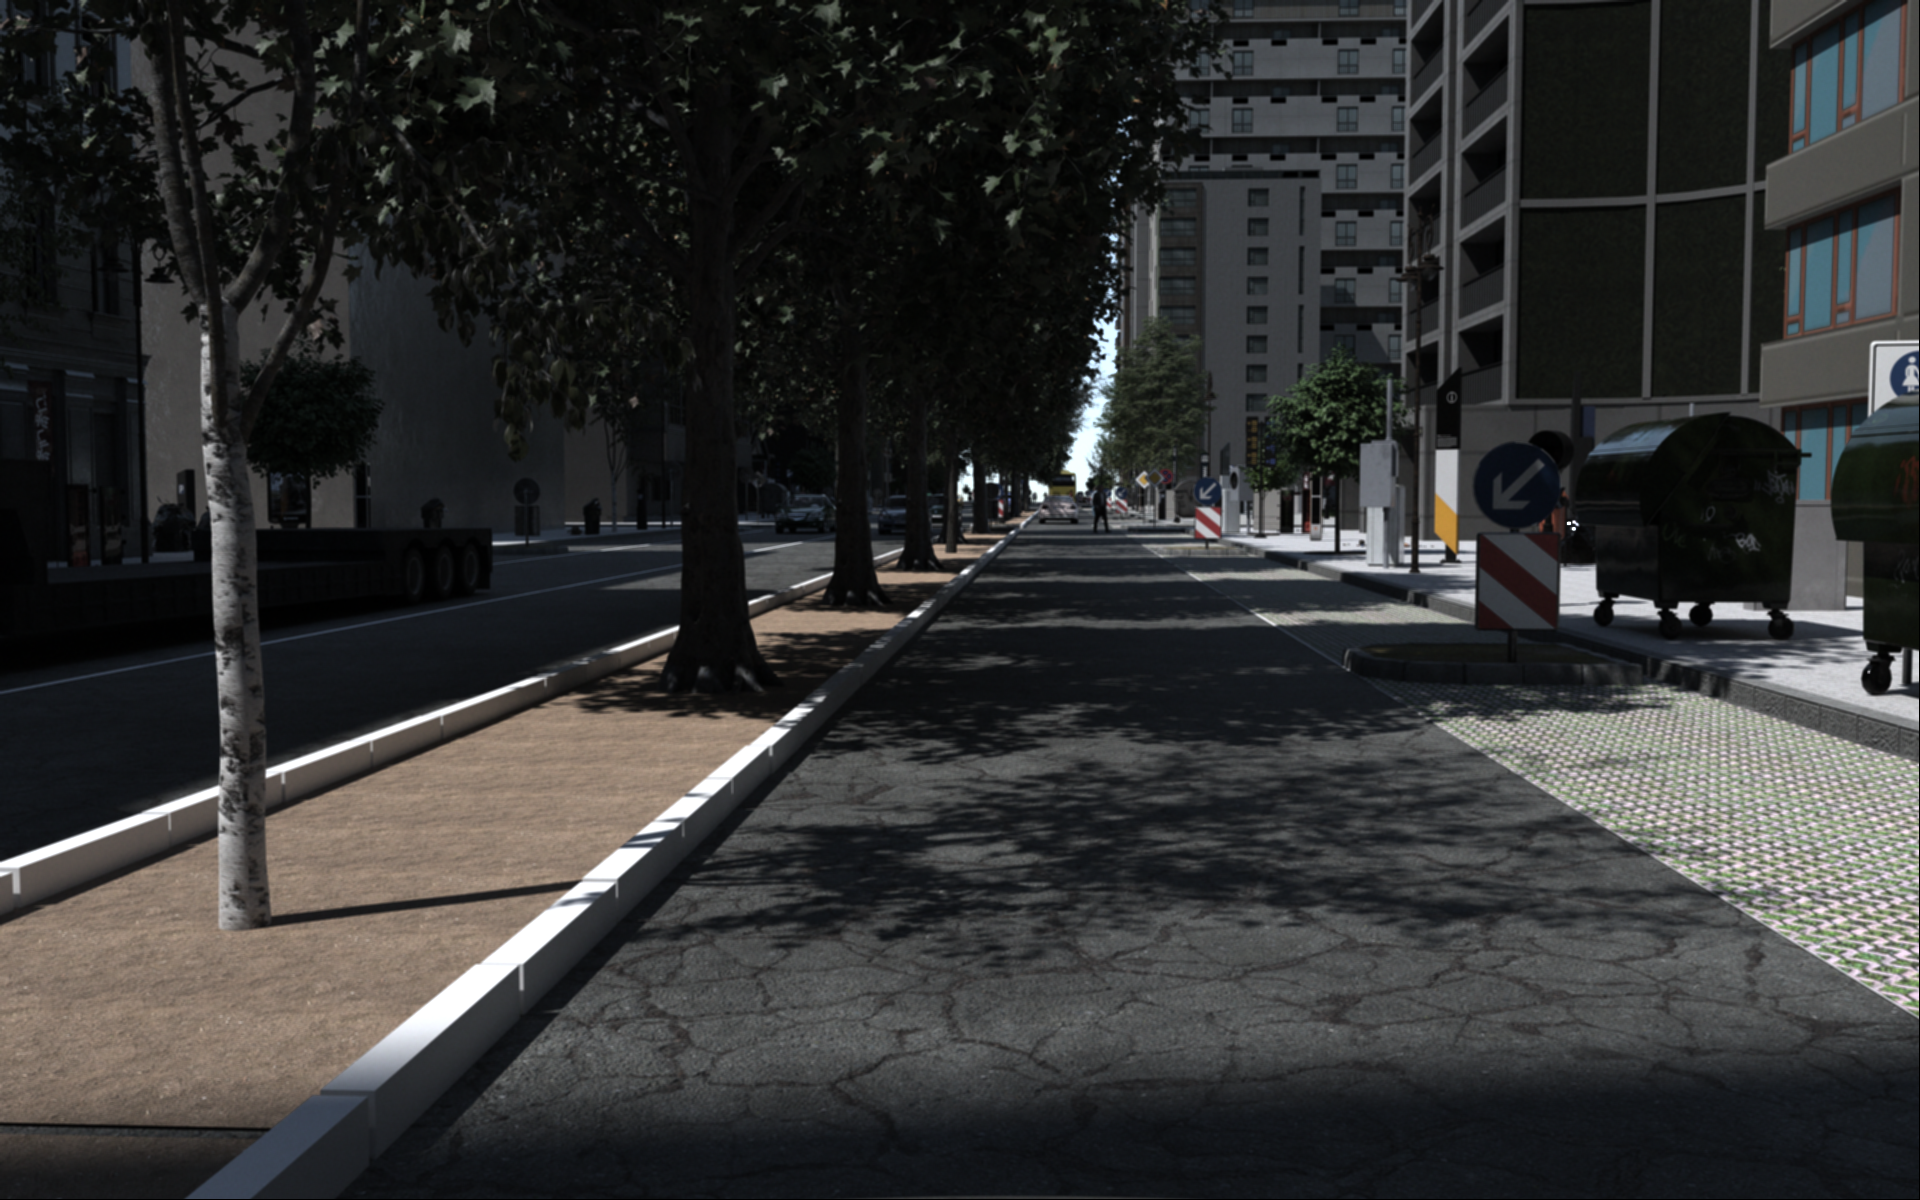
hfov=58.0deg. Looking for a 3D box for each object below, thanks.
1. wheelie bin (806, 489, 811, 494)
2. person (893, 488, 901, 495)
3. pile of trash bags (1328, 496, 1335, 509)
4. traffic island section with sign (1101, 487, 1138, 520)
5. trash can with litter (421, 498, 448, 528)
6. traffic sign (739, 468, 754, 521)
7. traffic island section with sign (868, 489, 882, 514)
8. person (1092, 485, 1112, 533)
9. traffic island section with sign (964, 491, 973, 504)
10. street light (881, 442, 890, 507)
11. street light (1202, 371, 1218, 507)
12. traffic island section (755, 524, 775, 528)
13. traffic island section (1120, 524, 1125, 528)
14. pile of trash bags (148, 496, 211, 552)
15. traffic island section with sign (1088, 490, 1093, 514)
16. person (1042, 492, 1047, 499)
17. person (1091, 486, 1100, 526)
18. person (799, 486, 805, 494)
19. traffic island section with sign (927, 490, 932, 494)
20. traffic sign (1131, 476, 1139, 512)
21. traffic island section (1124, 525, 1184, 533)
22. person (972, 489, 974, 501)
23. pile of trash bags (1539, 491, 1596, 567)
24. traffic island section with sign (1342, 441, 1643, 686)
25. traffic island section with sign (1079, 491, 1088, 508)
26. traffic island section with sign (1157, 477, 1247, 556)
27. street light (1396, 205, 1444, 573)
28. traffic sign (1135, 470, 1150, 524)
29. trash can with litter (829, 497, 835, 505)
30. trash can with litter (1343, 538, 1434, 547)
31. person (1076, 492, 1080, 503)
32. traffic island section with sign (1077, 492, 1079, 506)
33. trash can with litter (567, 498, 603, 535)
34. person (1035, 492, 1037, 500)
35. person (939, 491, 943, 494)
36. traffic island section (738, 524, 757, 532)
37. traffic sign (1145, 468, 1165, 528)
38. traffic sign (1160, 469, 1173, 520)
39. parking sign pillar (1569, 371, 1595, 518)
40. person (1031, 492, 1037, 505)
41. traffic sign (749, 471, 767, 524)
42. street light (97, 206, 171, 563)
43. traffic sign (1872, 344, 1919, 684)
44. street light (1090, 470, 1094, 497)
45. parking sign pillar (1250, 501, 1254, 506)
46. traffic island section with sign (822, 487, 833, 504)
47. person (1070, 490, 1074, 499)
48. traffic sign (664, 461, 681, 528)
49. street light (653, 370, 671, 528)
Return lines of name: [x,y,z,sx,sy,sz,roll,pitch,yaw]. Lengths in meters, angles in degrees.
wheelie bin: [-9.105,-5.750,101.927,0.693,1.594,0.980,1,4,19]
person: [-5.135,-8.152,141.153,0.474,1.900,0.648,2,4,31]
pile of trash bags: [29.533,-7.533,132.915,3.447,1.369,1.912,1,4,15]
traffic island section with sign: [8.692,-5.261,94.640,1.989,1.847,2.006,0,4,3]
trash can with litter: [-14.730,-2.233,47.896,0.624,1.170,1.055,2,4,28]
traffic sign: [-10.275,-5.088,83.299,0.768,2.556,0.104,1,4,10]
traffic island section with sign: [-5.886,-7.064,124.124,1.989,1.847,2.006,0,4,3]
person: [5.238,-3.370,63.995,0.661,1.777,0.834,-3,4,-38]
traffic island section with sign: [1.555,-15.124,255.903,1.989,1.847,2.006,0,4,3]
street light: [-6.520,-10.745,148.468,0.468,5.910,1.993,0,4,3]
street light: [9.332,-5.631,64.847,0.468,5.910,1.993,0,4,3]
traffic island section: [-8.695,-3.184,74.342,2.009,0.180,2.903,0,4,3]
traffic island section: [7.820,-3.127,73.409,2.009,0.180,2.903,0,4,3]
pile of trash bags: [-18.133,-1.759,38.517,1.912,1.369,3.447,2,4,34]
traffic island section with sign: [10.269,-6.966,122.522,1.989,1.847,2.006,0,4,3]
person: [13.215,-15.850,267.658,1.348,1.822,0.705,-1,4,-11]
person: [6.032,-4.166,76.872,0.793,1.790,0.793,-1,4,-18]
person: [-7.732,-4.705,85.441,0.388,1.821,0.555,1,4,21]
traffic island section with sign: [-3.116,-10.069,173.262,1.989,1.847,2.006,0,4,3]
traffic sign: [12.387,-7.420,121.416,0.768,2.556,0.104,1,4,9]
traffic island section: [7.370,-2.639,65.436,2.009,0.180,2.903,0,4,3]
person: [1.028,-6.743,118.762,0.388,1.821,0.555,0,4,2]
pile of trash bags: [11.626,-1.333,31.554,3.447,1.369,1.912,-3,4,-38]
traffic island section with sign: [4.147,-0.321,13.875,1.989,1.847,2.006,0,4,3]
traffic island section with sign: [13.138,-10.070,173.279,1.989,1.847,2.006,0,4,3]
traffic island section with sign: [5.659,-1.967,40.788,1.989,1.847,2.006,0,4,3]
street light: [7.403,-3.378,28.018,0.468,5.910,1.993,0,4,3]
traffic sign: [7.796,-4.262,73.333,0.795,2.450,0.064,0,4,3]
trash can with litter: [-8.437,-6.373,115.581,1.055,1.170,0.624,3,5,43]
trash can with litter: [10.386,-1.923,42.492,1.678,1.210,2.233,-2,4,-31]
person: [17.966,-15.574,263.796,0.551,1.740,0.621,-1,4,-14]
traffic island section with sign: [14.646,-11.719,200.238,1.989,1.847,2.006,0,4,3]
trash can with litter: [-11.819,-2.642,54.577,1.055,1.170,0.624,-2,4,-24]
person: [13.222,-17.720,299.014,0.721,1.735,1.217,0,4,-6]
person: [-2.141,-11.143,190.788,1.348,1.812,0.705,1,4,17]
traffic island section: [-9.145,-2.697,66.370,2.009,0.180,2.903,0,4,3]
traffic sign: [7.346,-3.775,65.360,0.795,2.450,0.064,0,4,3]
traffic sign: [10.308,-5.312,86.949,0.768,2.556,0.104,1,4,10]
parking sign pillar: [13.892,-3.075,38.752,1.447,3.967,1.447,1,4,17]
person: [10.096,-13.906,236.795,0.756,1.711,0.436,1,4,18]
traffic sign: [-8.671,-4.320,74.279,0.795,2.450,0.064,0,4,3]
street light: [-13.334,-3.388,28.175,0.468,5.910,1.993,0,4,3]
traffic sign: [6.396,-0.581,11.629,0.606,2.300,0.079,1,4,10]
street light: [23.162,-20.460,307.301,0.468,5.910,1.993,0,4,3]
parking sign pillar: [23.968,-9.406,142.266,1.447,3.967,1.447,-3,4,-38]
traffic island section with sign: [-7.421,-5.402,96.944,1.989,1.847,2.006,0,4,3]
person: [10.660,-9.591,165.246,0.705,1.831,1.348,1,4,12]
traffic sign: [-11.047,-4.048,66.283,0.768,2.556,0.104,1,4,9]
street light: [-11.111,-5.627,64.788,0.468,5.910,1.993,0,4,3]
